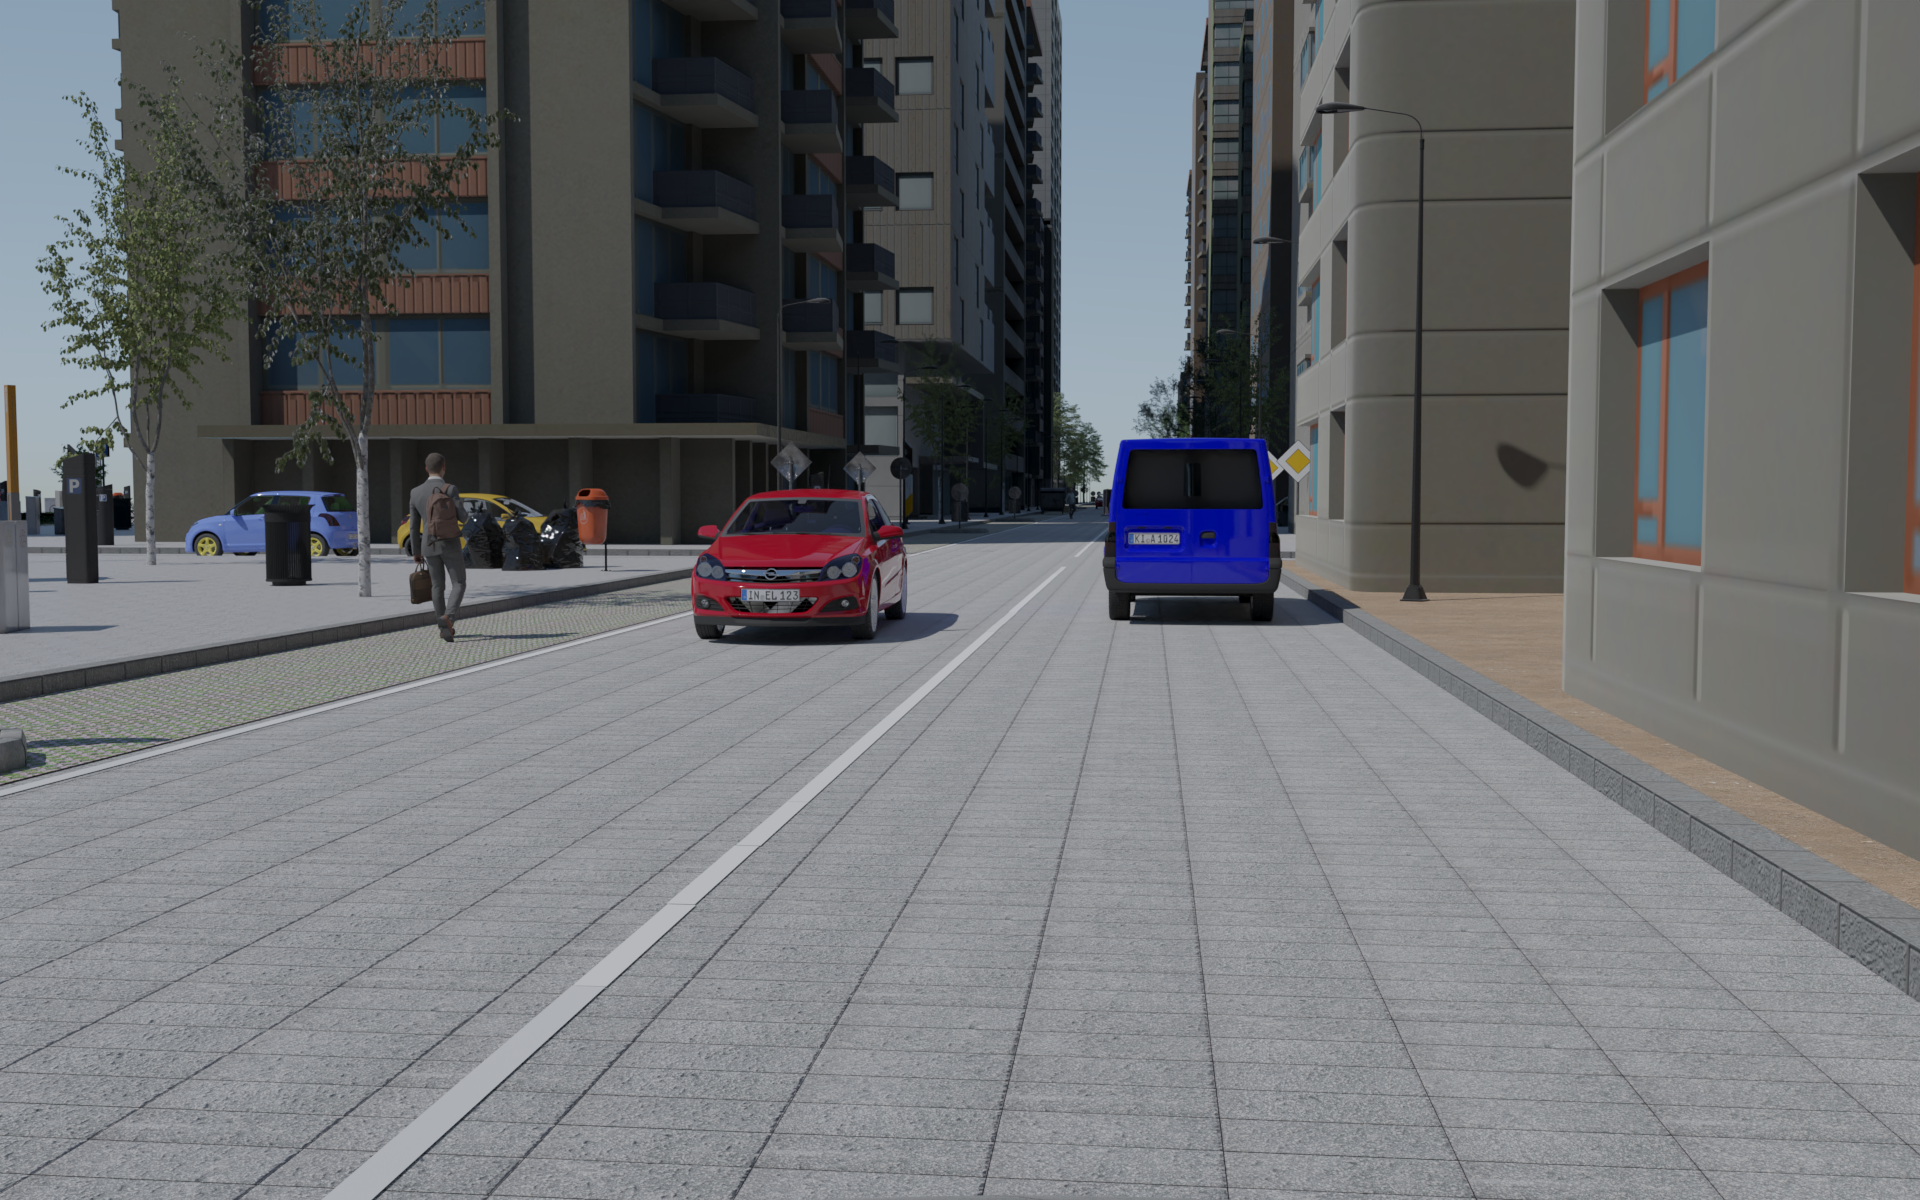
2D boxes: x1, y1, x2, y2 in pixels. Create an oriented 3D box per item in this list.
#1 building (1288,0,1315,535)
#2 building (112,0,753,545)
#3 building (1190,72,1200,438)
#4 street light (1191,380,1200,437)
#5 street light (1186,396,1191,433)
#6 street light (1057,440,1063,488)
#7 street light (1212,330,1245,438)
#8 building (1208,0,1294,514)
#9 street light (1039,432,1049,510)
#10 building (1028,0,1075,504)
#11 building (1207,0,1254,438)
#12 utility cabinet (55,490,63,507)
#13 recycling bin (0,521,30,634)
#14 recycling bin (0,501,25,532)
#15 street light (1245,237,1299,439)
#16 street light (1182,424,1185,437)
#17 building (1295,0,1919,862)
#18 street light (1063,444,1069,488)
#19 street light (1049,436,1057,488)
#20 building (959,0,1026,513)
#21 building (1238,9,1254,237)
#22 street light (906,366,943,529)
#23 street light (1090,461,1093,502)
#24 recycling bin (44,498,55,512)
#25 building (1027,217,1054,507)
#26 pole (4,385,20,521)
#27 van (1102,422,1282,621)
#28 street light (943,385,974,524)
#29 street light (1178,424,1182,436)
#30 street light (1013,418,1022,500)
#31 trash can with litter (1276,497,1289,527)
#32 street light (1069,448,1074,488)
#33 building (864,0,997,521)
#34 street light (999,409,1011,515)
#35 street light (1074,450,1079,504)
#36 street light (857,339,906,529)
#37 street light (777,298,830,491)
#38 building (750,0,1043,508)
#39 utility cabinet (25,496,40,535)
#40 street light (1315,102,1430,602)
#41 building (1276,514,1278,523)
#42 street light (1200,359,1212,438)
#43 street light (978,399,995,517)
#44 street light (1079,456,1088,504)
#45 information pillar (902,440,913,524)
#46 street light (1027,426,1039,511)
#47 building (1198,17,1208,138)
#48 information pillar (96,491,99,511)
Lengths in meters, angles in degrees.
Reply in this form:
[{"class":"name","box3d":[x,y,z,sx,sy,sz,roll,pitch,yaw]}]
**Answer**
[{"class":"building","box3d":[20.883,-26.112,50.638,21.600,48.544,21.300,0,4,6]},{"class":"building","box3d":[-13.996,-24.562,56.207,22.147,44.769,28.867,0,4,6]},{"class":"building","box3d":[31.186,-32.434,180.399,14.600,45.320,14.200,0,4,6]},{"class":"street light","box3d":[10.268,-5.988,70.448,1.470,5.913,1.316,0,4,6]},{"class":"street light","box3d":[11.530,-6.694,81.993,1.470,5.913,1.316,0,4,6]},{"class":"street light","box3d":[7.897,-10.857,150.058,1.470,5.913,1.316,0,4,6]},{"class":"street light","box3d":[7.948,-4.679,49.037,1.470,5.913,1.316,0,4,6]},{"class":"building","box3d":[26.773,-29.810,137.507,14.600,45.320,14.200,0,4,6]},{"class":"street light","box3d":[5.654,-9.549,128.672,1.470,5.913,1.316,0,4,6]},{"class":"building","box3d":[6.659,-49.924,254.510,20.563,71.187,20.611,0,4,6]},{"class":"building","box3d":[24.688,-26.859,122.737,14.154,41.232,14.086,0,4,6]},{"class":"utility cabinet","box3d":[-54.569,-5.914,105.375,0.318,1.500,1.173,0,4,1]},{"class":"recycling bin","box3d":[-9.164,-0.218,16.113,0.722,1.027,0.722,-1,4,-10]},{"class":"recycling bin","box3d":[-34.565,-3.072,62.777,0.722,1.027,0.722,0,4,0]},{"class":"street light","box3d":[5.985,-3.600,31.394,1.470,5.913,1.316,0,4,6]},{"class":"street light","box3d":[12.758,-7.348,92.675,1.470,5.913,1.316,0,4,6]},{"class":"building","box3d":[18.291,-10.396,15.009,27.650,21.520,28.899,0,4,6]},{"class":"street light","box3d":[9.186,-11.580,161.868,1.470,5.913,1.316,0,4,6]},{"class":"street light","box3d":[6.801,-10.203,139.362,1.470,5.913,1.316,0,4,6]},{"class":"building","box3d":[-6.523,-30.814,127.504,21.300,48.544,21.600,0,4,6]},{"class":"building","box3d":[24.055,-20.481,106.572,14.160,30.474,14.107,0,4,6]},{"class":"street light","box3d":[-1.500,-5.529,62.944,1.470,5.913,1.316,0,4,6]},{"class":"street light","box3d":[16.832,-15.956,233.421,1.470,5.913,1.316,0,4,6]},{"class":"recycling bin","box3d":[-61.186,-6.358,116.510,0.722,1.027,0.722,-2,4,-26]},{"class":"building","box3d":[2.100,-24.660,174.898,14.160,30.474,14.107,0,4,6]},{"class":"pole","box3d":[-17.744,-2.361,32.442,0.158,3.312,0.155,0,3,0]},{"class":"van","box3d":[2.815,-1.032,21.256,2.240,2.365,5.245,0,4,7]},{"class":"street light","box3d":[-0.226,-6.182,73.621,1.470,5.913,1.316,0,4,6]},{"class":"street light","box3d":[14.920,-8.668,114.259,1.470,5.913,1.316,0,4,6]},{"class":"street light","box3d":[3.068,-8.145,105.708,1.470,5.913,1.316,0,4,6]},{"class":"trash can with litter","box3d":[12.395,-3.437,67.584,1.055,1.170,0.624,0,4,2]},{"class":"street light","box3d":[10.402,-12.255,172.907,1.470,5.913,1.316,0,4,6]},{"class":"building","box3d":[-12.380,-30.978,95.726,28.713,52.752,27.495,0,4,6]},{"class":"street light","box3d":[1.974,-7.491,95.012,1.470,5.913,1.316,0,4,6]},{"class":"street light","box3d":[11.593,-12.908,183.593,1.470,5.913,1.316,0,4,6]},{"class":"street light","box3d":[-2.519,-4.873,52.216,1.470,5.913,1.316,0,4,6]},{"class":"street light","box3d":[-3.773,-4.202,41.248,1.470,5.913,1.316,0,4,6]},{"class":"building","box3d":[-4.145,-30.516,153.562,22.147,44.769,28.867,0,4,6]},{"class":"utility cabinet","box3d":[-29.582,-2.698,55.280,0.306,1.237,1.020,-1,4,-22]},{"class":"street light","box3d":[4.914,-2.942,20.651,1.470,5.913,1.316,0,4,6]},{"class":"building","box3d":[21.001,-26.306,80.218,14.600,45.320,14.200,0,4,6]},{"class":"street light","box3d":[9.118,-5.332,59.725,1.470,5.913,1.316,0,4,6]},{"class":"street light","box3d":[0.901,-6.836,84.314,1.470,5.913,1.316,0,4,6]},{"class":"street light","box3d":[14.604,-14.595,211.172,1.470,5.913,1.316,0,4,6]},{"class":"information pillar","box3d":[-2.220,-5.002,73.131,0.504,3.616,0.183,3,4,38]},{"class":"street light","box3d":[4.433,-8.883,117.776,1.470,5.913,1.316,0,4,6]},{"class":"building","box3d":[33.027,-30.816,158.469,22.147,44.769,28.867,0,4,6]},{"class":"information pillar","box3d":[-44.160,-5.135,88.443,0.304,2.012,0.304,1,4,11]}]
